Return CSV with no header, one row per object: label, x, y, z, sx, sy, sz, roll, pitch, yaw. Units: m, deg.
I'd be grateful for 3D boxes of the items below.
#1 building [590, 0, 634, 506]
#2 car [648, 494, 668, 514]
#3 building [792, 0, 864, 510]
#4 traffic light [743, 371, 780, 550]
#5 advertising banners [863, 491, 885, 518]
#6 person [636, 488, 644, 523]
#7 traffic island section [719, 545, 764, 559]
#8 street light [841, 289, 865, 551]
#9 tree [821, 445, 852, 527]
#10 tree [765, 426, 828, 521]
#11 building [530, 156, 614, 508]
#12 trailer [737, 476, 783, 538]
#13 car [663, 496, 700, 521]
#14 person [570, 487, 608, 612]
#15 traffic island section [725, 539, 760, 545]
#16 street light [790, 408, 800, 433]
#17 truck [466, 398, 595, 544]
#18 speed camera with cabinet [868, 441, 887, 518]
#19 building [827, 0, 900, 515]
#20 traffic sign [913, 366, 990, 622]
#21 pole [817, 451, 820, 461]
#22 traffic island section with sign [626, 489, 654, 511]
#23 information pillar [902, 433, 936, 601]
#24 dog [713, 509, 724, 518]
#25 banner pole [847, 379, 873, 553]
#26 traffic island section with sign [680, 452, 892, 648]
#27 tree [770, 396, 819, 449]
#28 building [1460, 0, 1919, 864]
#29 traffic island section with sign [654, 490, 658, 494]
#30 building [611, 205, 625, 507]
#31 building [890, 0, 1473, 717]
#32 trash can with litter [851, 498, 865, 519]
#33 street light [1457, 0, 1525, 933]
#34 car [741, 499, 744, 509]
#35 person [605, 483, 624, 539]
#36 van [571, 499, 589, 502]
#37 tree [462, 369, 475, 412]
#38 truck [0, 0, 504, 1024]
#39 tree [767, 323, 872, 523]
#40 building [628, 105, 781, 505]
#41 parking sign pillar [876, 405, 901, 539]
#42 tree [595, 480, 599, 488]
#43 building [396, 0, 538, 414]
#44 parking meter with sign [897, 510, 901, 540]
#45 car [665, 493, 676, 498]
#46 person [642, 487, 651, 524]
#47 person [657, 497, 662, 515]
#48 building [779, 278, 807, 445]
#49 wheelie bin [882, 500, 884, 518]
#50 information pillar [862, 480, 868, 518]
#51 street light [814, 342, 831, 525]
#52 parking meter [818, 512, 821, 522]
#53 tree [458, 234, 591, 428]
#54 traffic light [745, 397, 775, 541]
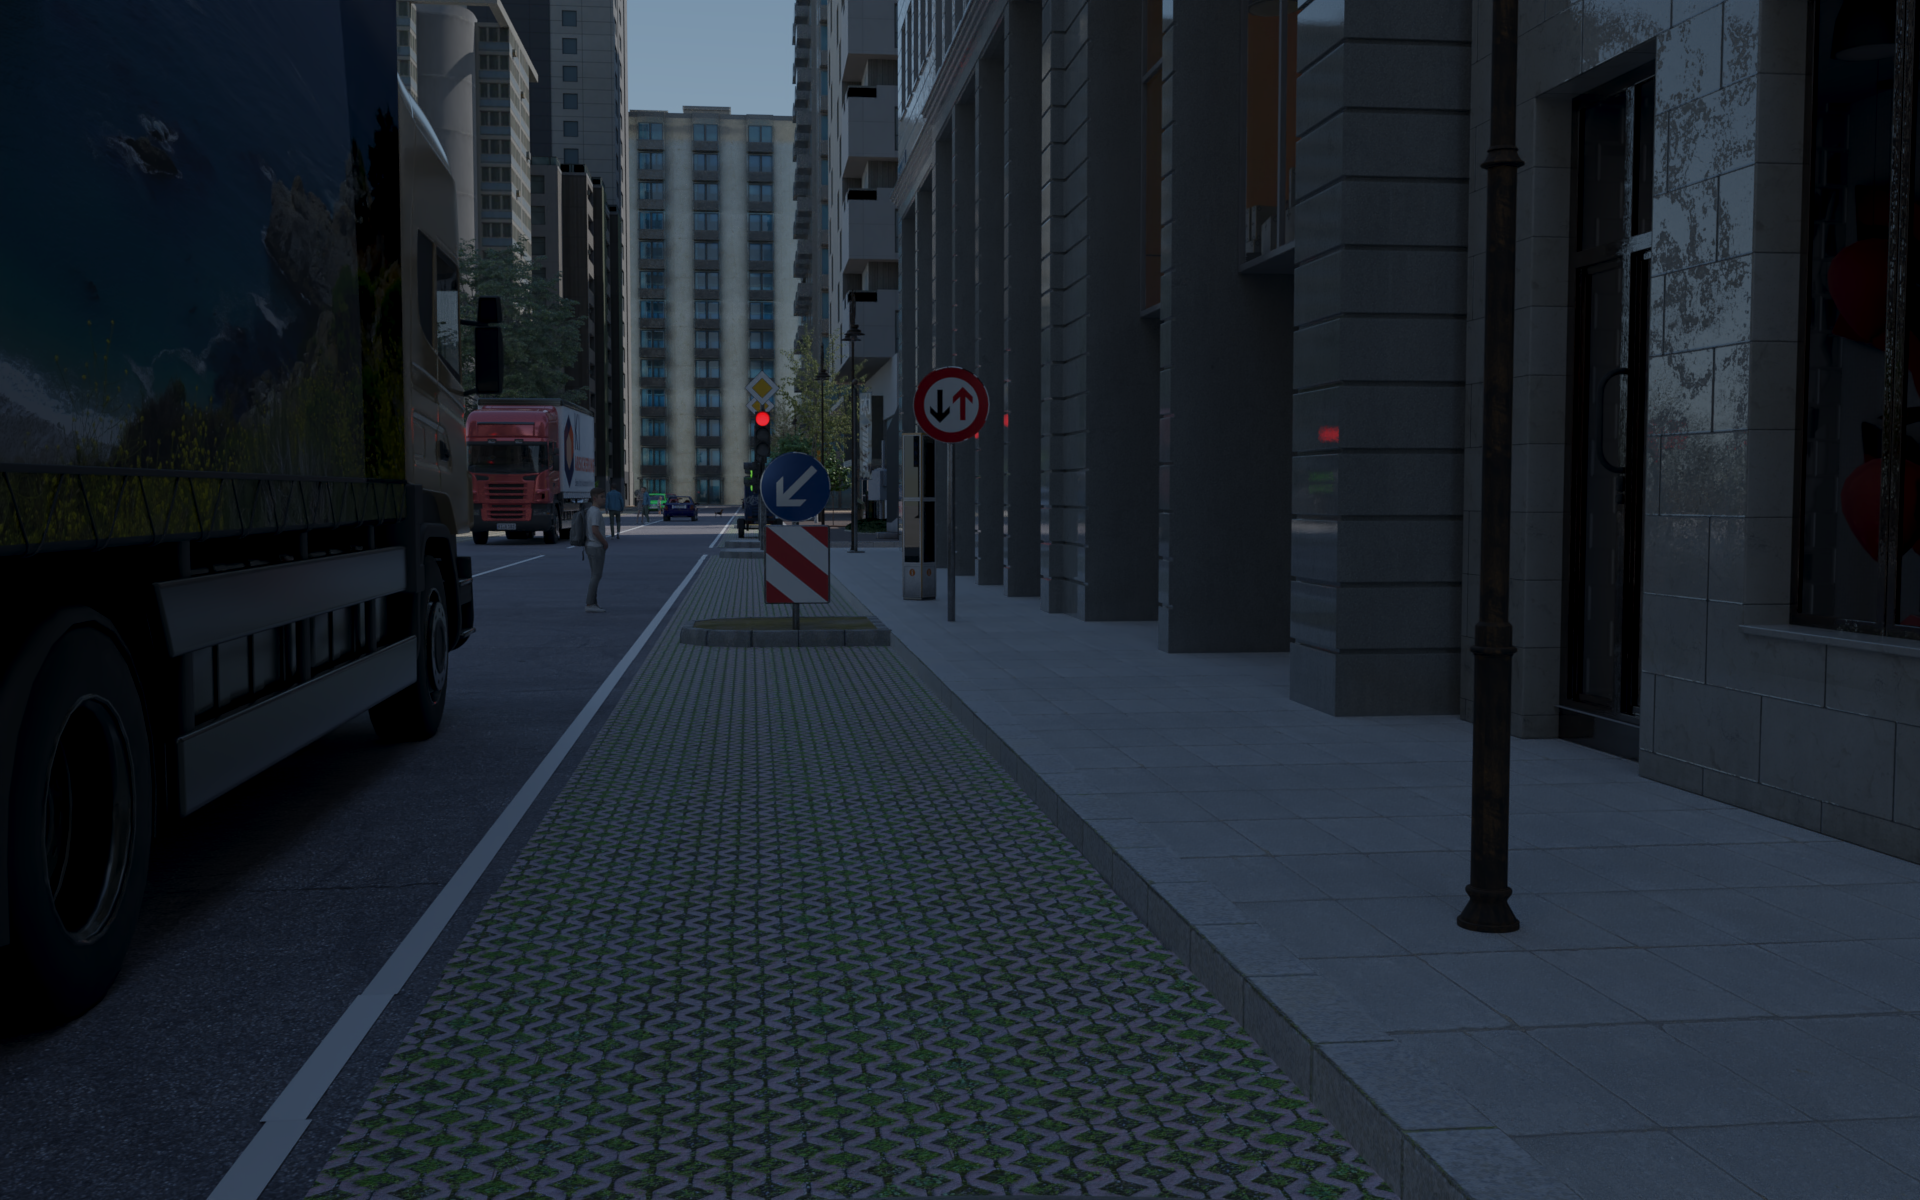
building,-45.873,-45.514,182.401,20.611,71.187,20.563,0,4,-7
car,-21.884,-7.097,124.825,1.959,1.807,4.718,0,4,-5
building,-3.240,-32.515,151.228,23.786,49.044,30.456,0,4,-7
traffic light,-4.521,-3.096,39.542,0.839,4.253,0.868,0,4,-7
advertising banners,-2.765,-4.374,67.708,2.074,3.025,0.090,-1,4,-13
person,-15.550,-4.633,84.592,0.599,1.781,0.374,-2,4,-28
traffic island section,-4.480,-1.063,39.661,2.009,0.180,2.903,0,4,-7
street light,-2.419,-4.062,39.194,0.468,5.910,1.993,0,4,-7
tree,-5.064,-4.475,67.765,1.663,3.219,1.824,0,3,0
tree,-7.731,-6.102,83.482,4.285,4.588,4.351,0,3,0
building,-38.259,-23.168,150.495,14.160,30.474,14.107,0,4,-7
trailer,-6.626,-3.065,57.160,1.471,1.999,3.904,0,4,-8
car,-14.849,-4.863,92.091,1.945,1.354,3.894,0,4,-7
person,-4.444,-0.609,21.048,0.503,1.515,0.523,2,4,34
traffic island section,-5.440,-1.548,47.588,2.009,0.180,2.903,0,4,-7
street light,-8.290,-7.003,87.285,0.468,5.910,1.993,0,4,-7
truck,-13.055,-3.917,52.949,2.839,4.237,11.283,0,4,-5
speed camera with cabinet,-2.627,-4.305,64.724,0.660,3.252,2.038,2,4,32
building,6.057,-31.493,104.153,28.713,52.752,27.495,0,4,-7
traffic sign,-0.085,-1.056,17.373,0.768,2.556,0.104,0,4,2
pole,-6.616,-5.342,81.185,0.158,3.312,0.155,0,3,0
traffic island section with sign,-27.450,-8.524,147.989,1.989,1.847,2.006,0,4,-7
information pillar,-0.490,-1.007,20.953,0.304,2.012,0.304,3,4,36
dog,-14.771,-5.298,105.903,0.406,0.507,0.540,2,4,35
banner pole,-2.140,-2.912,37.631,0.401,3.779,0.863,-3,4,-37
traffic island section with sign,-1.738,-0.514,17.032,1.989,1.847,2.006,0,4,-7
tree,-12.373,-10.783,126.668,4.360,8.622,3.978,0,3,0
building,9.005,-8.977,1.522,10.420,20.320,16.860,0,4,-7
traffic island section with sign,-30.689,-10.160,174.750,1.989,1.847,2.006,0,4,-7
building,-39.749,-24.061,165.097,14.160,30.474,14.107,0,4,-7
building,5.732,-15.095,24.297,11.434,29.767,29.804,0,4,-7
trash can with litter,-4.121,-3.825,73.919,1.055,1.170,0.624,2,4,25
street light,1.569,-1.968,4.965,0.468,5.910,1.993,0,4,-7
car,-20.249,-9.497,167.855,1.945,1.354,3.894,0,4,-7
person,-10.904,-2.803,54.666,0.601,1.785,0.444,-1,4,-18
van,-21.123,-5.317,93.946,2.013,2.044,4.112,0,4,-8
tree,-29.088,-9.102,99.173,4.360,8.622,3.978,0,3,0
truck,-3.802,-1.082,6.608,2.839,4.237,11.283,0,4,-7
tree,-6.059,-7.662,75.636,4.737,8.622,4.395,0,3,0
building,-31.485,-36.514,216.612,30.456,49.044,23.786,0,4,-7
parking sign pillar,-1.710,-3.751,49.794,1.447,3.967,1.447,-1,4,-21
tree,-27.541,-8.221,129.009,1.663,3.219,1.824,0,3,0
building,-45.511,-26.806,130.160,32.217,40.220,23.993,0,4,-7
parking meter with sign,-0.896,-3.175,48.175,1.738,3.016,0.543,1,4,21
car,-24.698,-8.415,146.620,2.155,1.783,4.494,-1,4,-9
person,-15.067,-4.553,83.286,0.444,1.785,0.601,-2,4,-23
person,-20.145,-6.294,116.088,0.352,1.250,0.332,0,4,6
building,-7.653,-53.122,181.213,22.319,86.520,31.000,0,4,-7
wheelie bin,-3.272,-4.394,79.754,0.980,1.594,0.693,1,4,19
information pillar,-4.380,-4.671,80.865,0.304,2.012,0.304,1,4,21
street light,-4.198,-4.901,52.924,0.468,5.910,1.993,0,4,-7
parking meter,-6.511,-4.361,79.714,0.372,1.533,0.369,0,3,0
tree,-22.865,-10.867,84.323,9.857,13.997,8.962,0,3,0
traffic light,-5.481,-3.581,47.469,0.839,4.253,0.868,0,4,-7
